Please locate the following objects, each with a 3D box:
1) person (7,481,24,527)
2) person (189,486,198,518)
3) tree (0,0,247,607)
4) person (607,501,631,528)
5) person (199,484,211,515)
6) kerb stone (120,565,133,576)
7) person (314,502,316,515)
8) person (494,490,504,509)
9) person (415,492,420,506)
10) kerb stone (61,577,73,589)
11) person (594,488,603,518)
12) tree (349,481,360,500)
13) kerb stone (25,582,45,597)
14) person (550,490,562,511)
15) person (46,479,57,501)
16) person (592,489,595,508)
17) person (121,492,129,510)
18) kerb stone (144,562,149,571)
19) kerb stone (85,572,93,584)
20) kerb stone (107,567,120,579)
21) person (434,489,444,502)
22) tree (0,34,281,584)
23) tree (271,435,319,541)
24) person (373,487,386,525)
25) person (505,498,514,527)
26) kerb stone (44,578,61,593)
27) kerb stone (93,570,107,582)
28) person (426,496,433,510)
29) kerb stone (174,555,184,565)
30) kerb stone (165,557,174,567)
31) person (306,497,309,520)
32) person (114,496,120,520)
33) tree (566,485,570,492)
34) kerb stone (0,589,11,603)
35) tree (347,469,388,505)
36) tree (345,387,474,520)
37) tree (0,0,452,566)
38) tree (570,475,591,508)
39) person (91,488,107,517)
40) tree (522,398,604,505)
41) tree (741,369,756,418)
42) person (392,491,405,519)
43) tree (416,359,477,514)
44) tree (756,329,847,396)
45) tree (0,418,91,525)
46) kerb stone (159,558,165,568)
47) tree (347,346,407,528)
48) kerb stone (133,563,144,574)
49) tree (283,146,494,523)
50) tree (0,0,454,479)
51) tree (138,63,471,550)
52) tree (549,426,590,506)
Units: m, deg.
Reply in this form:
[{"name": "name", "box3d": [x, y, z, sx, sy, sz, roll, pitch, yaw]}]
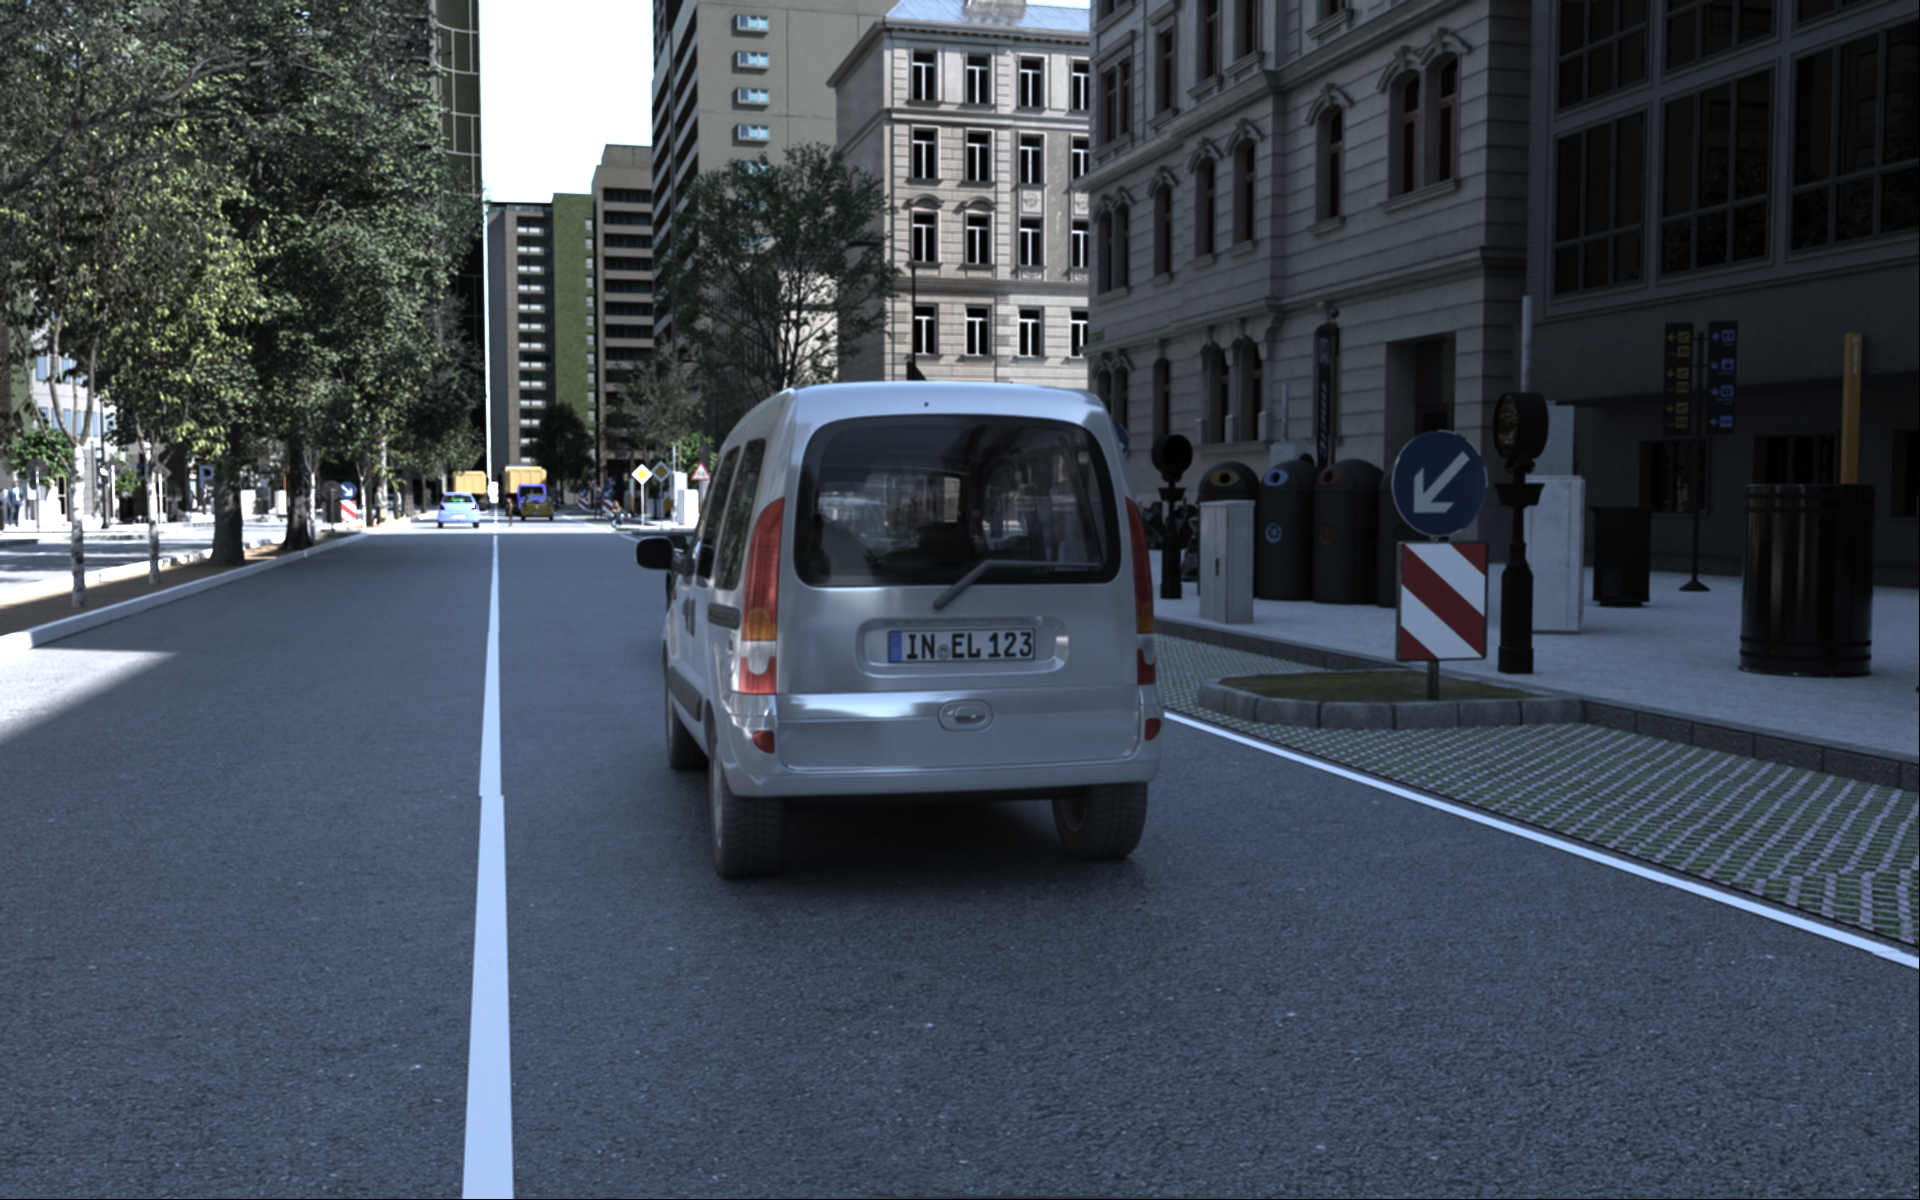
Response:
[{"name": "person", "box3d": [-36.707, -3.732, 67.246, 0.419, 1.800, 0.721, 3, 4, 36]}, {"name": "person", "box3d": [-42.051, -5.391, 94.528, 0.721, 1.781, 0.623, 2, 4, 27]}, {"name": "tree", "box3d": [-11.196, -4.221, 21.833, 4.360, 8.622, 3.978, 0, 3, 0]}, {"name": "person", "box3d": [-14.245, -3.570, 72.375, 1.012, 1.151, 0.738, 0, 4, -6]}, {"name": "person", "box3d": [-45.996, -6.129, 105.611, 0.474, 1.900, 0.648, 1, 4, 12]}, {"name": "kerb stone", "box3d": [-14.639, -0.490, 30.199, 0.120, 0.150, 1.000, -1, 4, -15]}, {"name": "person", "box3d": [-32.605, -4.555, 87.228, 0.306, 1.304, 0.590, -1, 4, -13]}, {"name": "person", "box3d": [-45.008, -9.845, 169.568, 1.348, 1.812, 0.705, -3, 5, -43]}, {"name": "person", "box3d": [-63.166, -11.771, 201.781, 0.721, 1.723, 1.217, -3, 5, -44]}, {"name": "kerb stone", "box3d": [-13.582, -0.247, 26.237, 0.120, 0.150, 1.000, -1, 4, -15]}, {"name": "person", "box3d": [-20.802, -5.565, 99.665, 0.537, 1.800, 0.526, 2, 4, 26]}, {"name": "tree", "box3d": [-65.210, -11.719, 186.213, 1.663, 3.219, 1.824, 0, 3, 0]}, {"name": "kerb stone", "box3d": [-13.046, -0.125, 24.254, 0.120, 0.150, 1.000, -1, 4, -15]}, {"name": "person", "box3d": [-33.537, -8.232, 143.810, 1.217, 1.735, 0.721, 1, 4, 22]}, {"name": "person", "box3d": [-34.844, -3.707, 66.531, 0.514, 1.842, 0.818, 1, 4, 12]}, {"name": "person", "box3d": [-33.124, -9.103, 155.699, 0.721, 1.723, 1.217, -1, 4, -12]}, {"name": "person", "box3d": [-42.208, -4.977, 87.592, 0.526, 1.800, 0.537, 0, 4, -4]}, {"name": "kerb stone", "box3d": [-15.171, -0.607, 32.176, 0.120, 0.150, 1.000, -1, 4, -15]}, {"name": "kerb stone", "box3d": [-13.845, -0.305, 27.226, 0.120, 0.150, 1.000, -1, 4, -15]}, {"name": "kerb stone", "box3d": [-14.377, -0.427, 29.211, 0.120, 0.150, 1.000, -1, 4, -15]}, {"name": "person", "box3d": [-48.732, -9.445, 162.559, 1.348, 1.869, 0.705, 1, 4, 22]}, {"name": "tree", "box3d": [-12.707, -4.541, 27.067, 4.737, 8.622, 4.395, 0, 3, 0]}, {"name": "tree", "box3d": [-19.555, -6.070, 52.059, 4.360, 8.622, 3.978, 0, 3, 0]}, {"name": "person", "box3d": [-26.928, -4.355, 80.194, 0.515, 1.767, 0.782, -3, 5, -41]}, {"name": "person", "box3d": [-19.871, -3.864, 76.349, 0.373, 1.253, 0.362, -1, 4, -23]}, {"name": "kerb stone", "box3d": [-13.327, -0.187, 25.247, 0.120, 0.150, 1.000, -1, 4, -15]}, {"name": "kerb stone", "box3d": [-14.111, -0.369, 28.223, 0.120, 0.150, 1.000, -1, 4, -15]}, {"name": "person", "box3d": [-43.220, -8.072, 140.556, 0.705, 1.814, 1.350, 1, 4, 12]}, {"name": "kerb stone", "box3d": [-15.962, -0.792, 35.143, 0.120, 0.150, 1.000, -1, 4, -15]}, {"name": "kerb stone", "box3d": [-15.700, -0.731, 34.151, 0.120, 0.150, 1.000, -1, 4, -15]}, {"name": "person", "box3d": [-36.469, -5.130, 97.042, 0.362, 1.253, 0.373, 2, 4, 27]}, {"name": "person", "box3d": [-41.616, -4.562, 85.642, 0.382, 1.210, 0.505, -1, 4, -14]}, {"name": "tree", "box3d": [-44.557, -12.599, 200.598, 1.663, 3.219, 1.824, 0, 3, 0]}, {"name": "kerb stone", "box3d": [-12.780, -0.060, 23.263, 0.120, 0.150, 1.000, -1, 4, -15]}, {"name": "tree", "box3d": [-71.382, -17.652, 206.740, 7.486, 12.596, 7.792, 0, 3, 0]}, {"name": "tree", "box3d": [-31.353, -9.747, 96.233, 8.767, 10.594, 7.601, -1, 4, -15]}, {"name": "tree", "box3d": [-14.579, -7.641, 34.046, 9.857, 13.997, 8.962, 0, 3, 0]}, {"name": "tree", "box3d": [-34.337, -10.040, 158.749, 1.663, 3.219, 1.824, 0, 3, 0]}, {"name": "person", "box3d": [-49.011, -5.640, 98.524, 0.850, 1.792, 0.678, -1, 4, -9]}, {"name": "tree", "box3d": [-47.668, -17.742, 207.090, 9.611, 12.733, 9.660, 0, 3, 0]}, {"name": "tree", "box3d": [-11.972, -8.534, 89.891, 4.360, 8.622, 3.978, 0, 3, 0]}, {"name": "person", "box3d": [-31.853, -5.489, 98.086, 0.661, 1.843, 0.795, 3, 5, 43]}, {"name": "tree", "box3d": [-38.760, -12.044, 125.126, 9.928, 11.665, 9.643, 0, 3, 0]}, {"name": "tree", "box3d": [-6.592, -7.714, 76.485, 4.360, 8.622, 3.978, 0, 3, 0]}, {"name": "tree", "box3d": [-38.569, -5.481, 73.336, 4.285, 4.588, 4.351, 0, 3, 0]}, {"name": "kerb stone", "box3d": [-15.433, -0.666, 33.164, 0.120, 0.150, 1.000, -1, 4, -15]}, {"name": "tree", "box3d": [-22.929, -6.948, 66.419, 4.737, 8.622, 4.395, 0, 3, 0]}, {"name": "kerb stone", "box3d": [-14.905, -0.549, 31.190, 0.120, 0.150, 1.000, -1, 4, -15]}, {"name": "tree", "box3d": [-29.977, -13.909, 85.763, 12.611, 20.169, 13.585, 0, 3, 0]}, {"name": "tree", "box3d": [-9.187, -6.167, 13.661, 12.009, 13.543, 11.850, 0, 3, 0]}, {"name": "tree", "box3d": [-17.020, -7.626, 44.156, 9.611, 12.733, 9.660, 0, 3, 0]}, {"name": "tree", "box3d": [-41.603, -14.418, 186.096, 4.360, 8.622, 3.978, 0, 3, 0]}]
